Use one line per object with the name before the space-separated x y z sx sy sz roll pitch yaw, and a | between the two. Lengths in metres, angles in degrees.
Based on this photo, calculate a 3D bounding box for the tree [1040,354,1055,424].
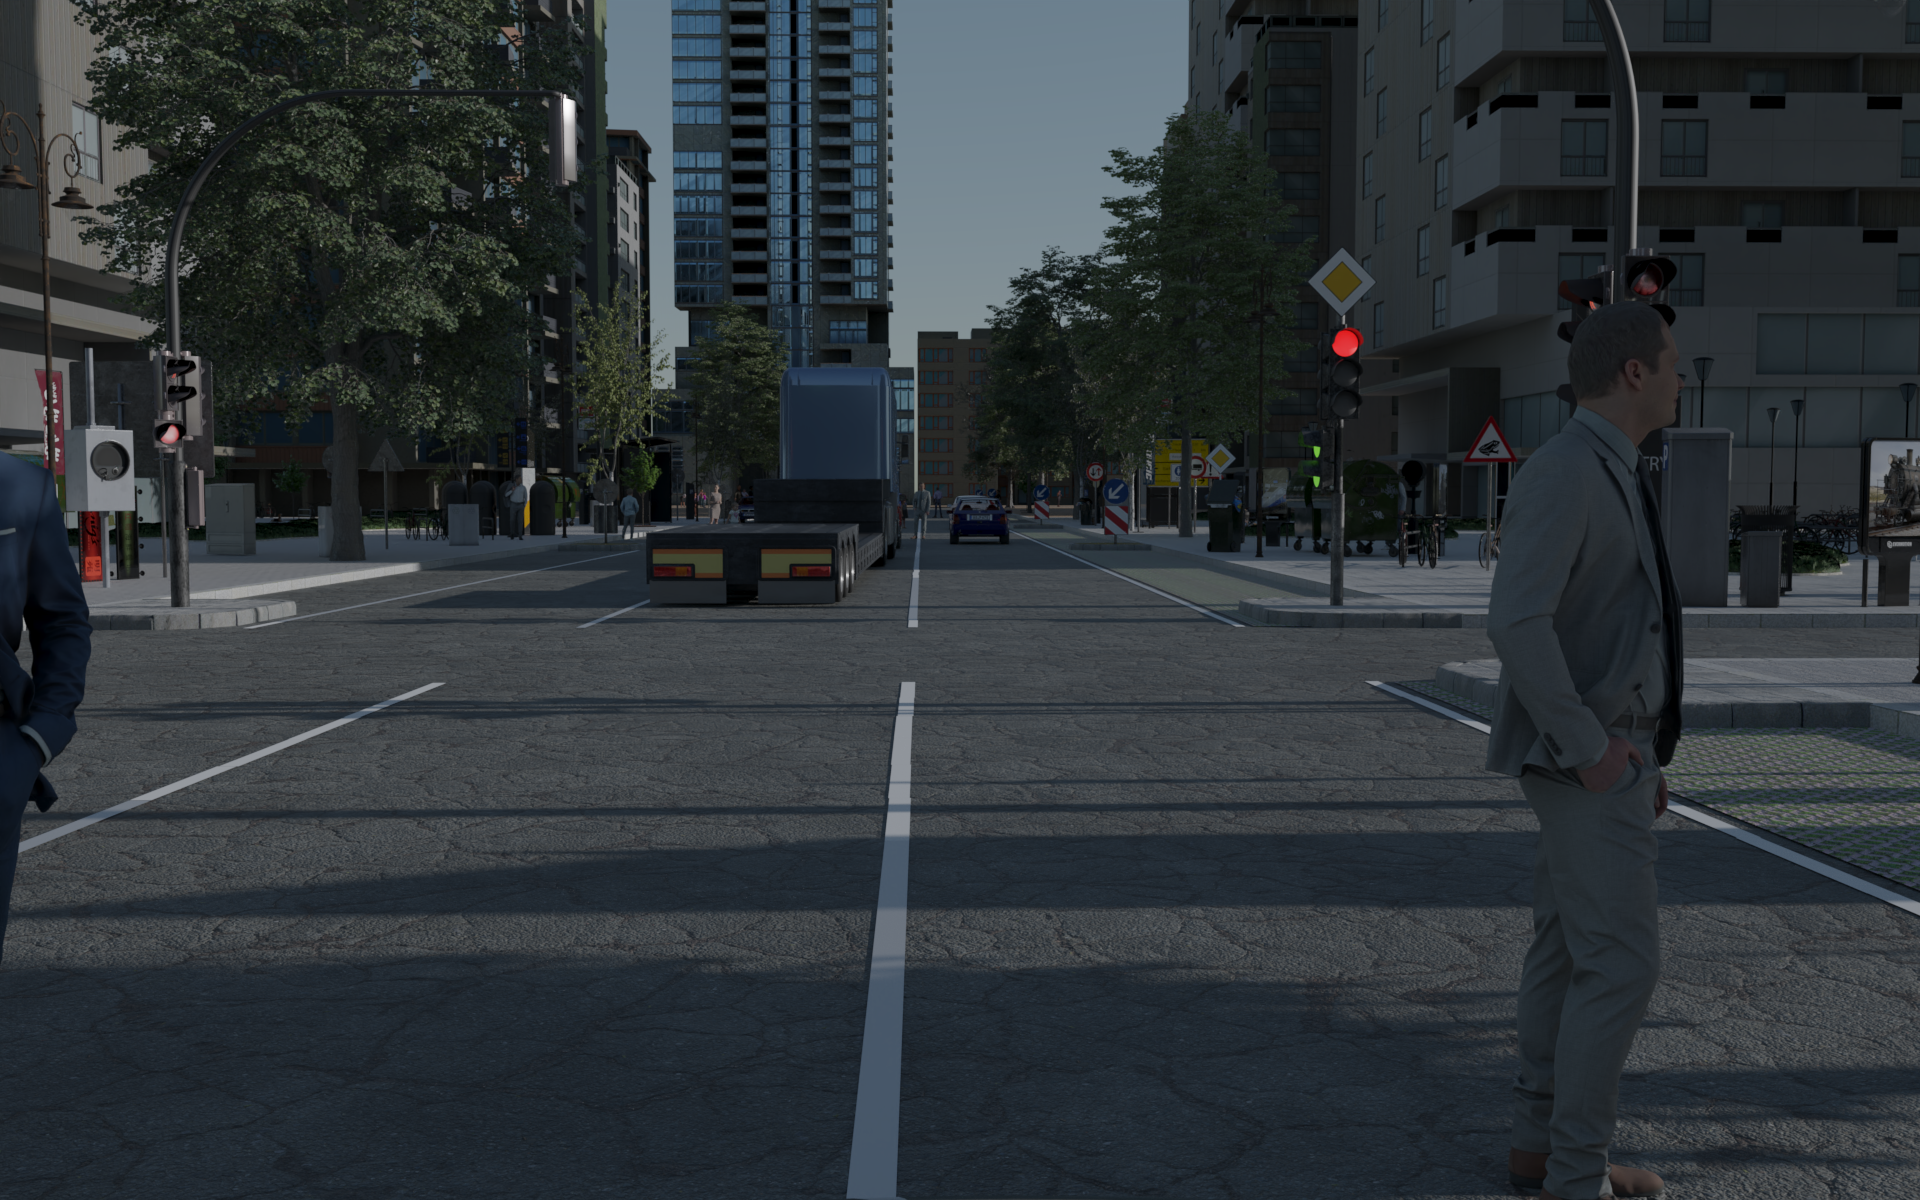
tree | 5.745 -7.832 78.415 4.360 8.622 3.978 0 3 0

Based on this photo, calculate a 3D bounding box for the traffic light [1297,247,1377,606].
traffic light | 4.322 -1.892 19.851 0.839 4.253 0.868 0 4 -1

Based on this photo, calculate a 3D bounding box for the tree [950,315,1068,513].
tree | 4.508 -12.525 115.159 12.009 13.543 11.850 0 3 0

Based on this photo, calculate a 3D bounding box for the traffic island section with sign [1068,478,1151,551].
traffic island section with sign | 3.823 -2.198 44.559 1.989 1.847 2.006 0 4 -1

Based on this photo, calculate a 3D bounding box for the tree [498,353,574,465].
tree | -22.724 -8.609 91.117 4.360 8.622 3.978 0 3 0

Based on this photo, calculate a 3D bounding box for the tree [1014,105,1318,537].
tree | 7.054 -8.123 50.940 7.486 12.596 7.792 0 3 0

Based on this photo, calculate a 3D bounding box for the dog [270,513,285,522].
dog | -31.158 -3.750 79.054 0.748 0.427 0.550 3 5 44

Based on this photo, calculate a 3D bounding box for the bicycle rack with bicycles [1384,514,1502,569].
bicycle rack with bicycles | 8.713 -1.051 30.566 2.852 0.926 2.925 2 4 25

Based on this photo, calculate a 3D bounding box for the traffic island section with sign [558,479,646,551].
traffic island section with sign | -9.089 -2.181 44.286 1.989 1.847 2.006 0 4 -1

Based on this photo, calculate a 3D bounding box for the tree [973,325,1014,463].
tree | 4.630 -11.177 100.877 7.486 12.596 7.792 0 3 0

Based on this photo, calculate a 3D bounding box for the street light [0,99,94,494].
street light | -10.870 -2.927 20.652 0.468 5.910 1.993 0 4 -1

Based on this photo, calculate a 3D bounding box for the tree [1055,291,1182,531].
tree | 5.788 -6.734 60.456 4.360 8.622 3.978 0 3 0

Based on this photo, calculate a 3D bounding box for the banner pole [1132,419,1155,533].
banner pole | 6.153 -4.136 57.649 0.863 3.779 0.401 -2 4 -25

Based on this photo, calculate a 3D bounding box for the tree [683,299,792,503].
tree | -12.805 -11.198 101.219 7.486 12.596 7.792 0 3 0

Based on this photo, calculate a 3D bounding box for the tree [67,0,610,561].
tree | -11.724 -7.732 33.070 9.857 13.997 8.962 0 3 0

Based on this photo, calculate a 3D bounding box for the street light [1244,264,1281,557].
street light | 6.067 -3.801 34.927 0.468 5.910 1.993 0 4 -1

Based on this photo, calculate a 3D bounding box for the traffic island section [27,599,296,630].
traffic island section | -8.876 0.159 19.681 2.009 0.180 2.903 0 4 -1

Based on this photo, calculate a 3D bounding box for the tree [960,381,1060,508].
tree | 4.686 -14.770 158.505 9.611 12.733 9.660 0 3 0

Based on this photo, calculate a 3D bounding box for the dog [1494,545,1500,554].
dog | 8.432 -0.577 26.259 0.540 0.507 0.406 -1 4 -22

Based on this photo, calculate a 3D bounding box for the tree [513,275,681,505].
tree | -11.839 -6.653 59.146 4.737 8.622 4.395 0 3 0

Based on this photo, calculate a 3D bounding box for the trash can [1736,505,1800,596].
trash can | 10.214 -0.628 21.929 0.748 1.137 0.748 0 3 0

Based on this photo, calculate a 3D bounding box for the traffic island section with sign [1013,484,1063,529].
traffic island section with sign | 3.225 -3.866 71.832 1.989 1.847 2.006 0 4 -1

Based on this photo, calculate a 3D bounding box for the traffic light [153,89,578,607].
traffic light | -6.746 -2.750 19.628 4.771 5.953 1.251 0 4 -1

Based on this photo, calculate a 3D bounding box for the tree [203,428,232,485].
tree | -32.803 -5.518 73.928 4.285 4.588 4.351 0 3 0

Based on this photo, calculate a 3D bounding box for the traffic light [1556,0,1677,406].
traffic light | 2.408 -2.264 11.681 4.771 5.953 1.251 0 4 -1

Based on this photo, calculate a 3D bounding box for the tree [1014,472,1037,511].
tree | 5.103 -8.265 129.729 1.663 3.219 1.824 0 3 0

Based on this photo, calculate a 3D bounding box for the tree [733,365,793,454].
tree | -14.127 -13.037 138.909 9.928 11.665 9.643 0 3 0

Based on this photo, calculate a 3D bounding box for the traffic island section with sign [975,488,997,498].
traffic island section with sign | 2.132 -6.933 121.989 1.989 1.847 2.006 0 4 -1

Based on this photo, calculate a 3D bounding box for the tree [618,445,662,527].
tree | -12.479 -4.448 67.329 1.663 3.219 1.824 0 3 0

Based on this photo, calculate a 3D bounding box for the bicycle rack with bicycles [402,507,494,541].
bicycle rack with bicycles | -14.204 -2.140 48.365 2.852 0.926 2.925 -1 4 -23

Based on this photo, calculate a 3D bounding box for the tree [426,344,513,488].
tree | -19.946 -7.296 69.652 4.737 8.622 4.395 0 3 0

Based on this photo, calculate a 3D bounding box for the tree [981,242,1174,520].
tree | 5.887 -11.018 86.806 9.857 13.997 8.962 0 3 0

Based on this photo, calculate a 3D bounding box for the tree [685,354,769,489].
tree | -12.704 -8.620 91.300 4.360 8.622 3.978 0 3 0

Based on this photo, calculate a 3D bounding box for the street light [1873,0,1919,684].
street light | 6.548 -2.371 11.549 0.468 5.910 1.993 0 4 -1

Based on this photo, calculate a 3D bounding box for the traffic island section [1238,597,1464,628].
traffic island section | 4.362 0.142 19.966 2.009 0.180 2.903 0 4 -1

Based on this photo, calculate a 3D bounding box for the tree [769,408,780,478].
tree | -12.969 -10.243 117.831 4.360 8.622 3.978 0 3 0

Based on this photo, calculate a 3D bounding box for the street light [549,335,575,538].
street light | -11.547 -4.747 50.398 0.468 5.910 1.993 0 4 -1

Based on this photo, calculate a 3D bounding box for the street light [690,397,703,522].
street light | -12.256 -6.593 80.577 0.468 5.910 1.993 0 4 -1

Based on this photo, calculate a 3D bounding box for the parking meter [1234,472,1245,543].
parking meter | 7.266 -2.407 45.064 0.255 1.863 0.399 1 4 19

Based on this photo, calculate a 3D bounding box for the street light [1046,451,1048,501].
street light | 4.727 -7.442 94.461 0.468 5.910 1.993 0 4 -1

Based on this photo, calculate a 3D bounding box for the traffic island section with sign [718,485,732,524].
traffic island section with sign | -9.675 -3.829 71.235 1.989 1.847 2.006 0 4 -1

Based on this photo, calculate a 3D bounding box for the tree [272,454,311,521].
tree | -32.352 -5.465 83.954 1.663 3.219 1.824 0 3 0

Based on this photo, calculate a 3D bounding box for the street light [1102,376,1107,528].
street light | 5.370 -5.614 64.582 0.468 5.910 1.993 0 4 -1

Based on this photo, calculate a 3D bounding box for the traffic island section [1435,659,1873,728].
traffic island section | 4.538 0.630 11.983 2.009 0.180 2.903 0 4 -1

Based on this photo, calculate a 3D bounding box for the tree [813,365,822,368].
tree | -14.176 -15.559 164.763 12.009 13.543 11.850 0 3 0
